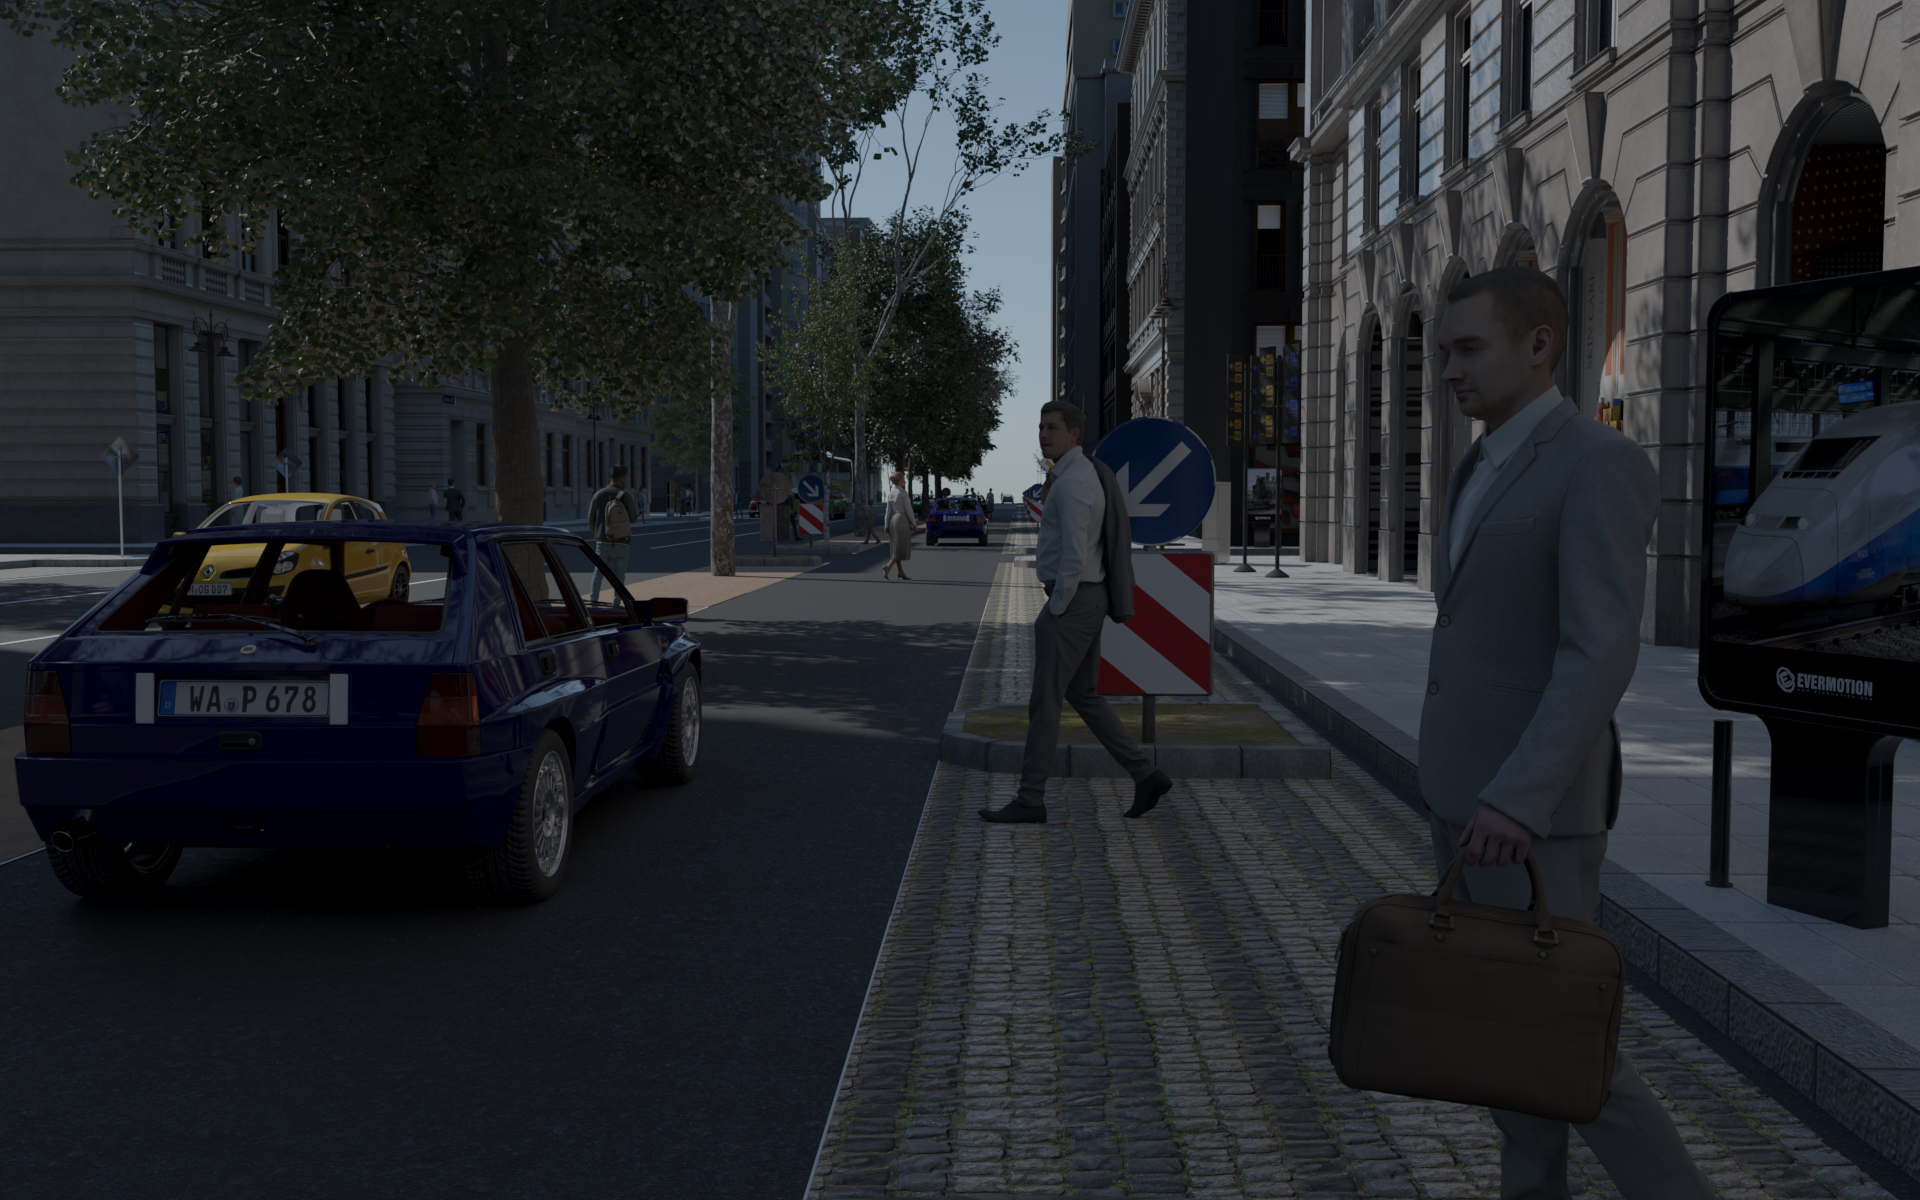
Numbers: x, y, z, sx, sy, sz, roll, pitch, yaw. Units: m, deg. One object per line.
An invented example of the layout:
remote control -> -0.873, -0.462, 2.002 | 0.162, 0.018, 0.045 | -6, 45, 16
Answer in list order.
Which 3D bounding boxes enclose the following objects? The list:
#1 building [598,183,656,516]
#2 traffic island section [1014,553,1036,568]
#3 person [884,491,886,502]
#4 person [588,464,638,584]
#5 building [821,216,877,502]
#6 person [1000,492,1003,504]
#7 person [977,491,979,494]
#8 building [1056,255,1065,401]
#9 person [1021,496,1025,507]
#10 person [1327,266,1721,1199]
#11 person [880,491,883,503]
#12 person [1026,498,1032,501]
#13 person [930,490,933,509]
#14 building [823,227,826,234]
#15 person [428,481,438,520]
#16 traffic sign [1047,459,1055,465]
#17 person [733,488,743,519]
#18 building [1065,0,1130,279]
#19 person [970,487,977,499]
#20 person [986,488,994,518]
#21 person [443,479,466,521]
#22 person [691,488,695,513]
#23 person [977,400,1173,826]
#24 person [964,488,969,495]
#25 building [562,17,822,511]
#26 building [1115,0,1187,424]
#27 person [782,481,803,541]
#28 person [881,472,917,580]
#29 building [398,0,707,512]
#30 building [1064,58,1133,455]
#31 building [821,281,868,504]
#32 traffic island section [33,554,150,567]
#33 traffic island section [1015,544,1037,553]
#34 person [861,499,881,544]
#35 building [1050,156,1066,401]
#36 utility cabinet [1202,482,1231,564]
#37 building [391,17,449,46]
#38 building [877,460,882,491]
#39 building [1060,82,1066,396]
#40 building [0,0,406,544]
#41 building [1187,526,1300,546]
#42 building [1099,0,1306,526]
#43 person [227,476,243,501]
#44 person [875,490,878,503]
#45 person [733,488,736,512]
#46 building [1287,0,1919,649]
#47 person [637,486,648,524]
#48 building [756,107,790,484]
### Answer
building -> -24.174, -15.842, 95.179 | 11.583, 22.565, 21.152 | 0, 4, 2
traffic island section -> 2.086, -0.748, 34.519 | 2.009, 0.180, 2.903 | 0, 4, 2
person -> -11.614, -16.069, 269.457 | 0.721, 1.739, 1.217 | 1, 4, 11
person -> -4.095, -0.709, 20.446 | 0.623, 1.781, 0.721 | 0, 4, -1
building -> -20.050, -34.587, 249.085 | 14.154, 41.232, 14.086 | 0, 4, 2
person -> 6.305, -15.503, 262.763 | 1.217, 1.735, 0.721 | -3, 4, -39
person -> 2.575, -14.398, 243.916 | 1.348, 1.823, 0.705 | 0, 4, -3
building -> 18.659, -26.824, 210.265 | 14.160, 30.474, 14.107 | 0, 4, 2
person -> 6.740, -10.423, 182.145 | 0.991, 1.433, 0.599 | 0, 4, -7
person -> 0.945, 0.349, 2.915 | 0.853, 1.813, 0.709 | -1, 4, -12
person -> -11.731, -15.313, 256.933 | 0.721, 1.766, 1.217 | -2, 4, -35
person -> 5.230, -7.314, 128.095 | 0.705, 1.822, 1.348 | 2, 4, 27
person -> -2.798, -9.720, 167.433 | 0.705, 1.822, 1.348 | 1, 4, 9
building -> -30.212, -32.016, 215.338 | 32.217, 40.220, 23.993 | 0, 4, 2
person -> -19.027, -3.397, 62.260 | 0.731, 1.740, 0.598 | 3, 5, 42
traffic sign -> 2.062, -1.972, 34.437 | 0.795, 2.593, 0.064 | 0, 4, 2
person -> -12.738, -5.529, 99.243 | 0.623, 1.781, 0.721 | 1, 4, 11
building -> 20.185, -32.297, 151.751 | 21.300, 48.544, 21.600 | 0, 4, 2
person -> 0.865, -5.681, 101.401 | 0.620, 1.820, 0.660 | -2, 4, -24
person -> 1.809, -5.751, 102.748 | 0.478, 1.798, 0.641 | 1, 4, 23
person -> -15.424, -2.749, 52.811 | 0.648, 1.900, 0.474 | -2, 4, -29
person -> -17.725, -6.591, 114.637 | 0.643, 1.720, 0.563 | -2, 4, -32
person -> 0.504, 0.065, 7.535 | 0.850, 1.850, 0.679 | 0, 4, 5
person -> 0.350, -6.497, 114.752 | 0.620, 1.820, 0.660 | 0, 4, 0
building -> -26.073, -38.676, 174.351 | 21.231, 58.520, 28.212 | 0, 4, 2
building -> 12.020, -14.554, 66.835 | 11.050, 23.489, 19.941 | 0, 4, 2
person -> -5.134, -2.714, 52.653 | 0.755, 1.850, 0.659 | 2, 4, 29
person -> -1.052, -1.227, 28.792 | 0.641, 1.798, 0.478 | -2, 4, -35
building -> -28.073, -36.072, 131.784 | 21.231, 58.520, 28.212 | 0, 4, 2
building -> 13.696, -19.054, 105.037 | 14.314, 27.812, 24.014 | 0, 4, 2
building -> -20.220, -28.339, 235.045 | 14.160, 30.474, 14.107 | 0, 4, 2
traffic island section -> -17.044, -0.789, 35.183 | 2.009, 0.180, 2.903 | 0, 4, 2
traffic island section -> 2.362, -1.237, 42.499 | 2.009, 0.180, 2.903 | 0, 4, 2
person -> -2.529, -2.212, 48.944 | 0.640, 1.303, 0.475 | 1, 4, 19
building -> 18.741, -35.097, 223.945 | 14.600, 45.320, 14.200 | 0, 4, 2
utility cabinet -> 4.695, -1.413, 31.777 | 0.318, 1.500, 1.173 | 1, 4, 19
building -> -23.972, -14.550, 74.047 | 11.583, 22.565, 21.152 | 0, 4, 2
building -> -19.453, -35.481, 263.712 | 14.154, 41.232, 14.086 | 0, 4, 2
building -> 21.503, -31.951, 177.023 | 22.147, 44.769, 28.867 | 0, 4, 2
building -> -25.596, -13.732, 53.402 | 11.050, 23.489, 19.941 | 0, 4, 2
building -> 14.718, -13.327, 47.576 | 15.834, 23.373, 12.332 | 0, 4, 2
building -> 13.362, -15.595, 84.656 | 12.332, 23.373, 15.834 | 0, 4, 2
person -> -19.303, -2.415, 46.096 | 0.524, 1.755, 0.480 | 0, 4, -4
person -> -11.859, -14.797, 247.986 | 0.705, 1.822, 1.348 | -1, 4, -14
person -> -16.375, -7.321, 126.476 | 0.721, 1.736, 1.217 | -1, 4, -17
building -> 11.965, -10.948, 20.796 | 13.314, 21.916, 24.055 | 0, 4, 2
person -> -15.154, -4.490, 82.010 | 0.778, 1.811, 0.616 | 0, 4, -1
building -> -23.024, -28.726, 153.259 | 14.154, 41.232, 14.086 | 0, 4, 2
